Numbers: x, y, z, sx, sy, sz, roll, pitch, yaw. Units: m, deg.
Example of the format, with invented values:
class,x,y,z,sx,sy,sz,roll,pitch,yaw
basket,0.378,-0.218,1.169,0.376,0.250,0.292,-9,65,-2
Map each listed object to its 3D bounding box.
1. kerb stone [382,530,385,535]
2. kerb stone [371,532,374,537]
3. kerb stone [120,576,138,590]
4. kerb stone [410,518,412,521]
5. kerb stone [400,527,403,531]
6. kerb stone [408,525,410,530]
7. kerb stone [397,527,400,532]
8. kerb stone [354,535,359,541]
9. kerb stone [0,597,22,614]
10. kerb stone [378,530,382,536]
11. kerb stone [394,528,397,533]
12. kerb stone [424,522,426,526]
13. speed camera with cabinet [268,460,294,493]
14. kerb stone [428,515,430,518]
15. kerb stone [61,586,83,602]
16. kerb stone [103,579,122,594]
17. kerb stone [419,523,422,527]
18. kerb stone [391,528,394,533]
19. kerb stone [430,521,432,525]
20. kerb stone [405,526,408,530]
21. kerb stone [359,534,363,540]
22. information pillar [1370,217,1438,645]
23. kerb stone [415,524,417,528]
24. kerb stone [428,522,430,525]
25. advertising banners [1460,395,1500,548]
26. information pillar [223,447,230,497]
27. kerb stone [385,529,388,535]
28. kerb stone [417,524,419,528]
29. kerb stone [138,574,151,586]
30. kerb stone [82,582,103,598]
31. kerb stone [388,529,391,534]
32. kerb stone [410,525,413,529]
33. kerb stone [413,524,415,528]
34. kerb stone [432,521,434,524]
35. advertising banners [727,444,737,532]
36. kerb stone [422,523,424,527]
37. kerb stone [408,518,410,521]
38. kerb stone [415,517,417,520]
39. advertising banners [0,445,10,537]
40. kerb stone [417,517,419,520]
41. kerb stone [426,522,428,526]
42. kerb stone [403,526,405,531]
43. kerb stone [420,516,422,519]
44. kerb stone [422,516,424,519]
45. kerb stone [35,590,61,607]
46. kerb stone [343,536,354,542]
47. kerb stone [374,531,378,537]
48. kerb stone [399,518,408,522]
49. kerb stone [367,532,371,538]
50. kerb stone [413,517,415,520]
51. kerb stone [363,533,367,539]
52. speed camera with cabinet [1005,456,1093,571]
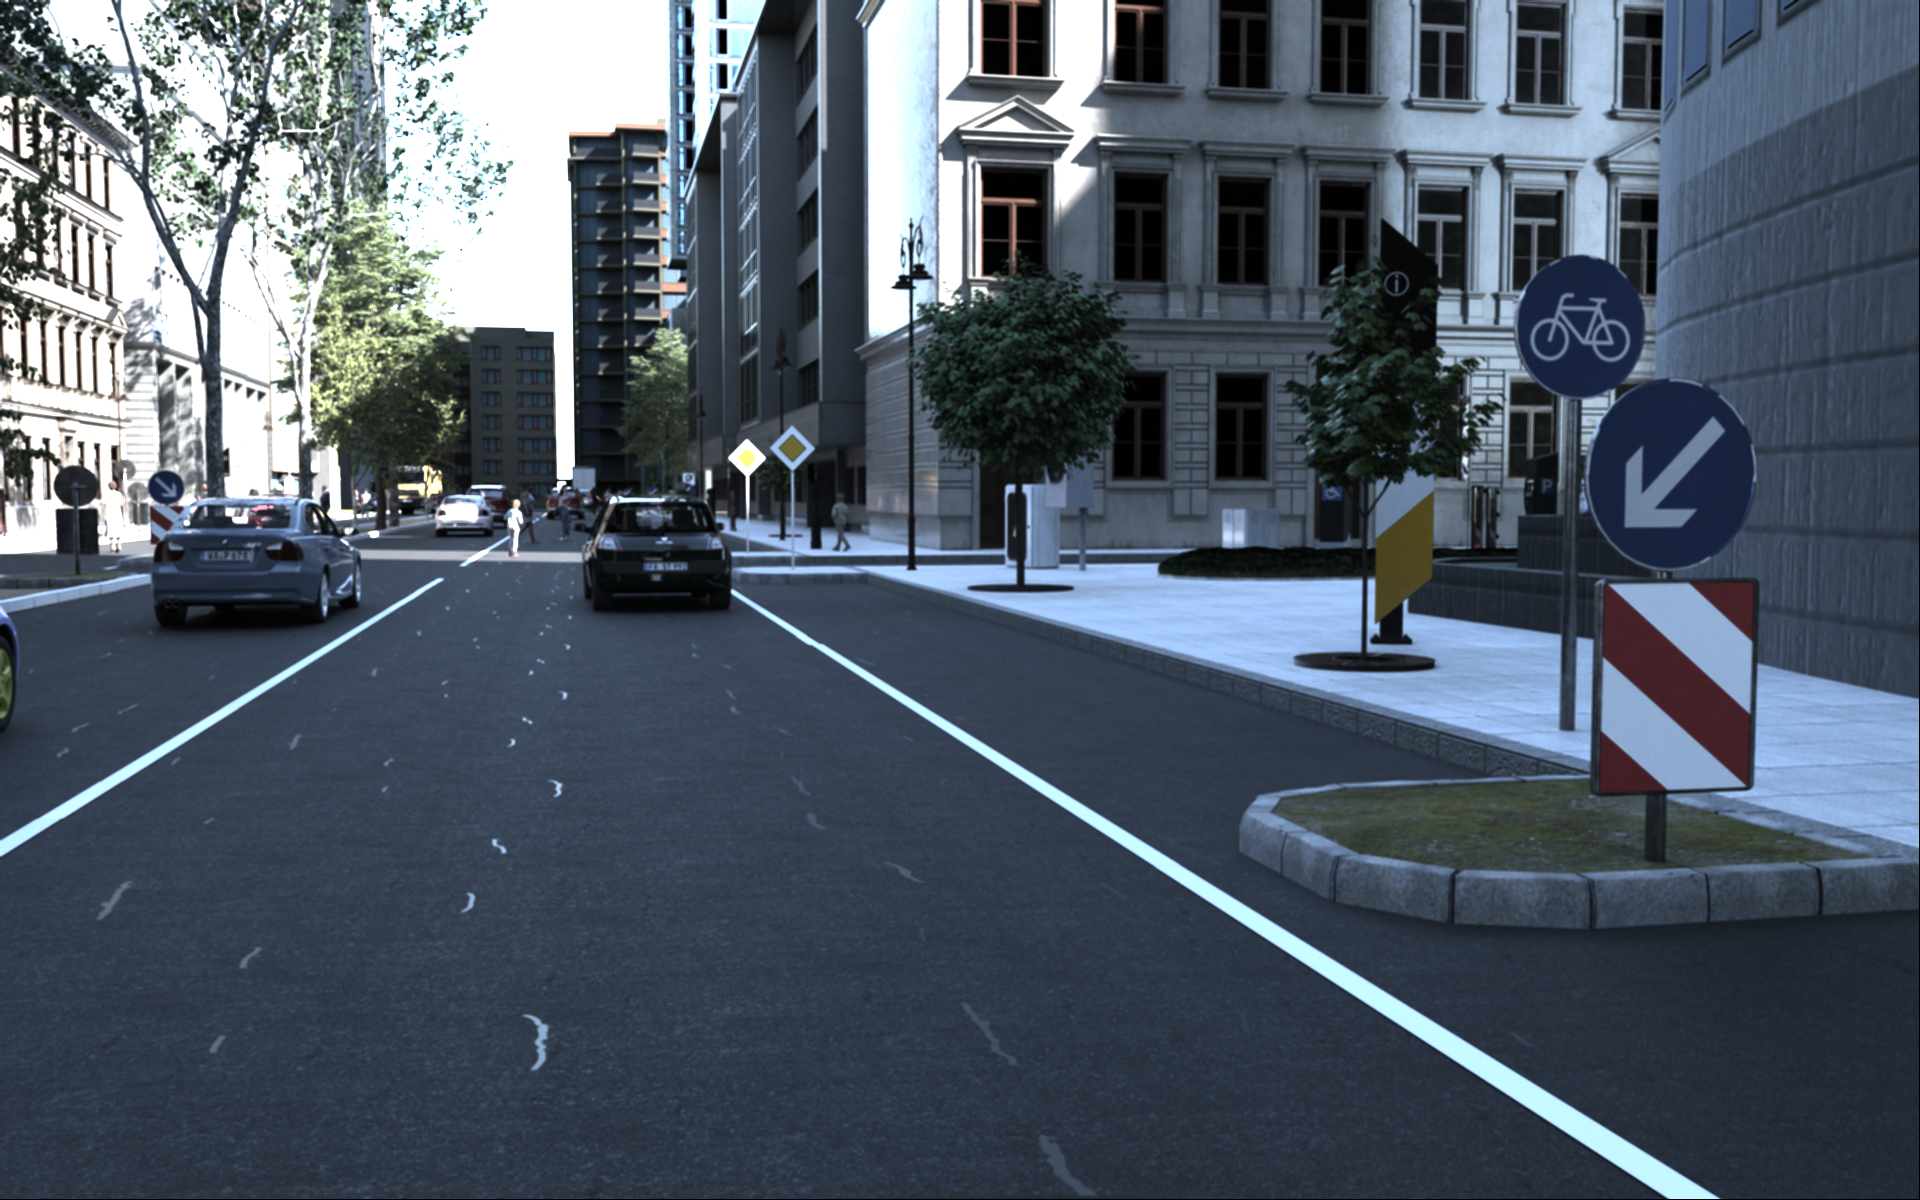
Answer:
class,x,y,z,sx,sy,sz,roll,pitch,yaw
kerb stone,-20.083,-2.302,59.835,0.120,0.150,1.000,-1,4,-12
kerb stone,-19.427,-2.113,56.835,0.120,0.150,1.000,-1,4,-12
kerb stone,-12.690,-0.248,26.269,0.120,0.150,1.000,-1,4,-12
kerb stone,-29.174,-4.231,91.396,0.120,0.150,1.000,-1,4,-12
kerb stone,-21.397,-2.669,65.841,0.120,0.150,1.000,-1,4,-12
kerb stone,-22.066,-2.849,68.852,0.120,0.150,1.000,-1,4,-12
kerb stone,-21.180,-2.608,64.839,0.120,0.150,1.000,-1,4,-12
kerb stone,-18.540,-1.870,52.824,0.120,0.150,1.000,-1,4,-12
kerb stone,-11.590,0.062,21.264,0.120,0.150,1.000,-1,4,-12
kerb stone,-19.857,-2.241,58.838,0.120,0.150,1.000,-1,4,-12
kerb stone,-20.957,-2.547,63.841,0.120,0.150,1.000,-1,4,-12
kerb stone,-23.608,-3.280,75.860,0.120,0.150,1.000,-1,4,-12
speed camera with cabinet,-39.277,-6.471,100.136,2.038,3.252,0.660,3,5,42
kerb stone,-31.609,-4.908,102.437,0.120,0.150,1.000,-1,4,-12
kerb stone,-12.029,-0.064,23.270,0.120,0.150,1.000,-1,4,-12
kerb stone,-12.461,-0.183,25.268,0.120,0.150,1.000,-1,4,-12
kerb stone,-23.159,-3.160,73.855,0.120,0.150,1.000,-1,4,-12
kerb stone,-20.751,-2.486,62.840,0.120,0.150,1.000,-1,4,-12
kerb stone,-24.276,-3.463,78.866,0.120,0.150,1.000,-1,4,-12
kerb stone,-21.847,-2.792,67.844,0.120,0.150,1.000,-1,4,-12
kerb stone,-18.758,-1.935,53.828,0.120,0.150,1.000,-1,4,-12
information pillar,3.783,-1.431,14.753,0.504,3.616,0.183,1,4,11
kerb stone,-22.733,-3.037,71.854,0.120,0.150,1.000,-1,4,-12
kerb stone,-24.051,-3.402,77.869,0.120,0.150,1.000,-1,4,-12
advertising banners,9.386,-2.151,31.350,0.090,3.025,2.074,3,4,36
information pillar,-36.613,-5.807,86.297,0.504,3.616,0.183,0,4,1
kerb stone,-20.305,-2.362,60.833,0.120,0.150,1.000,-1,4,-12
kerb stone,-22.952,-3.098,72.853,0.120,0.150,1.000,-1,4,-12
kerb stone,-12.913,-0.305,27.266,0.120,0.150,1.000,-1,4,-12
kerb stone,-12.249,-0.127,24.268,0.120,0.150,1.000,-1,4,-12
kerb stone,-20.521,-2.420,61.835,0.120,0.150,1.000,-1,4,-12
kerb stone,-22.283,-2.912,69.852,0.120,0.150,1.000,-1,4,-12
kerb stone,-22.504,-2.976,70.858,0.120,0.150,1.000,-1,4,-12
kerb stone,-24.489,-3.528,79.878,0.120,0.150,1.000,-1,4,-12
advertising banners,-7.936,-3.912,60.150,0.090,3.025,2.074,-1,4,-14
kerb stone,-23.397,-3.220,74.860,0.120,0.150,1.000,-1,4,-12
kerb stone,-28.955,-4.171,90.398,0.120,0.150,1.000,-1,4,-12
kerb stone,-29.845,-4.415,94.400,0.120,0.150,1.000,-1,4,-12
advertising banners,-28.651,-3.402,51.807,0.090,3.025,2.074,-3,5,-40
kerb stone,-30.063,-4.474,95.408,0.120,0.150,1.000,-1,4,-12
kerb stone,-23.830,-3.344,76.871,0.120,0.150,1.000,-1,4,-12
kerb stone,-21.622,-2.730,66.840,0.120,0.150,1.000,-1,4,-12
kerb stone,-30.506,-4.592,97.405,0.120,0.150,1.000,-1,4,-12
kerb stone,-30.730,-4.662,98.412,0.120,0.150,1.000,-1,4,-12
kerb stone,-11.812,-0.005,22.271,0.120,0.150,1.000,-1,4,-12
kerb stone,-18.324,-1.805,51.825,0.120,0.150,1.000,-1,4,-12
kerb stone,-19.642,-2.176,57.835,0.120,0.150,1.000,-1,4,-12
kerb stone,-28.740,-4.110,89.398,0.120,0.150,1.000,-1,4,-12
kerb stone,-19.203,-2.057,55.826,0.120,0.150,1.000,-1,4,-12
kerb stone,-29.626,-4.350,93.399,0.120,0.150,1.000,-1,4,-12
kerb stone,-18.977,-1.986,54.829,0.120,0.150,1.000,-1,4,-12
speed camera with cabinet,1.498,-2.153,29.543,0.660,3.252,2.038,-2,4,-28
